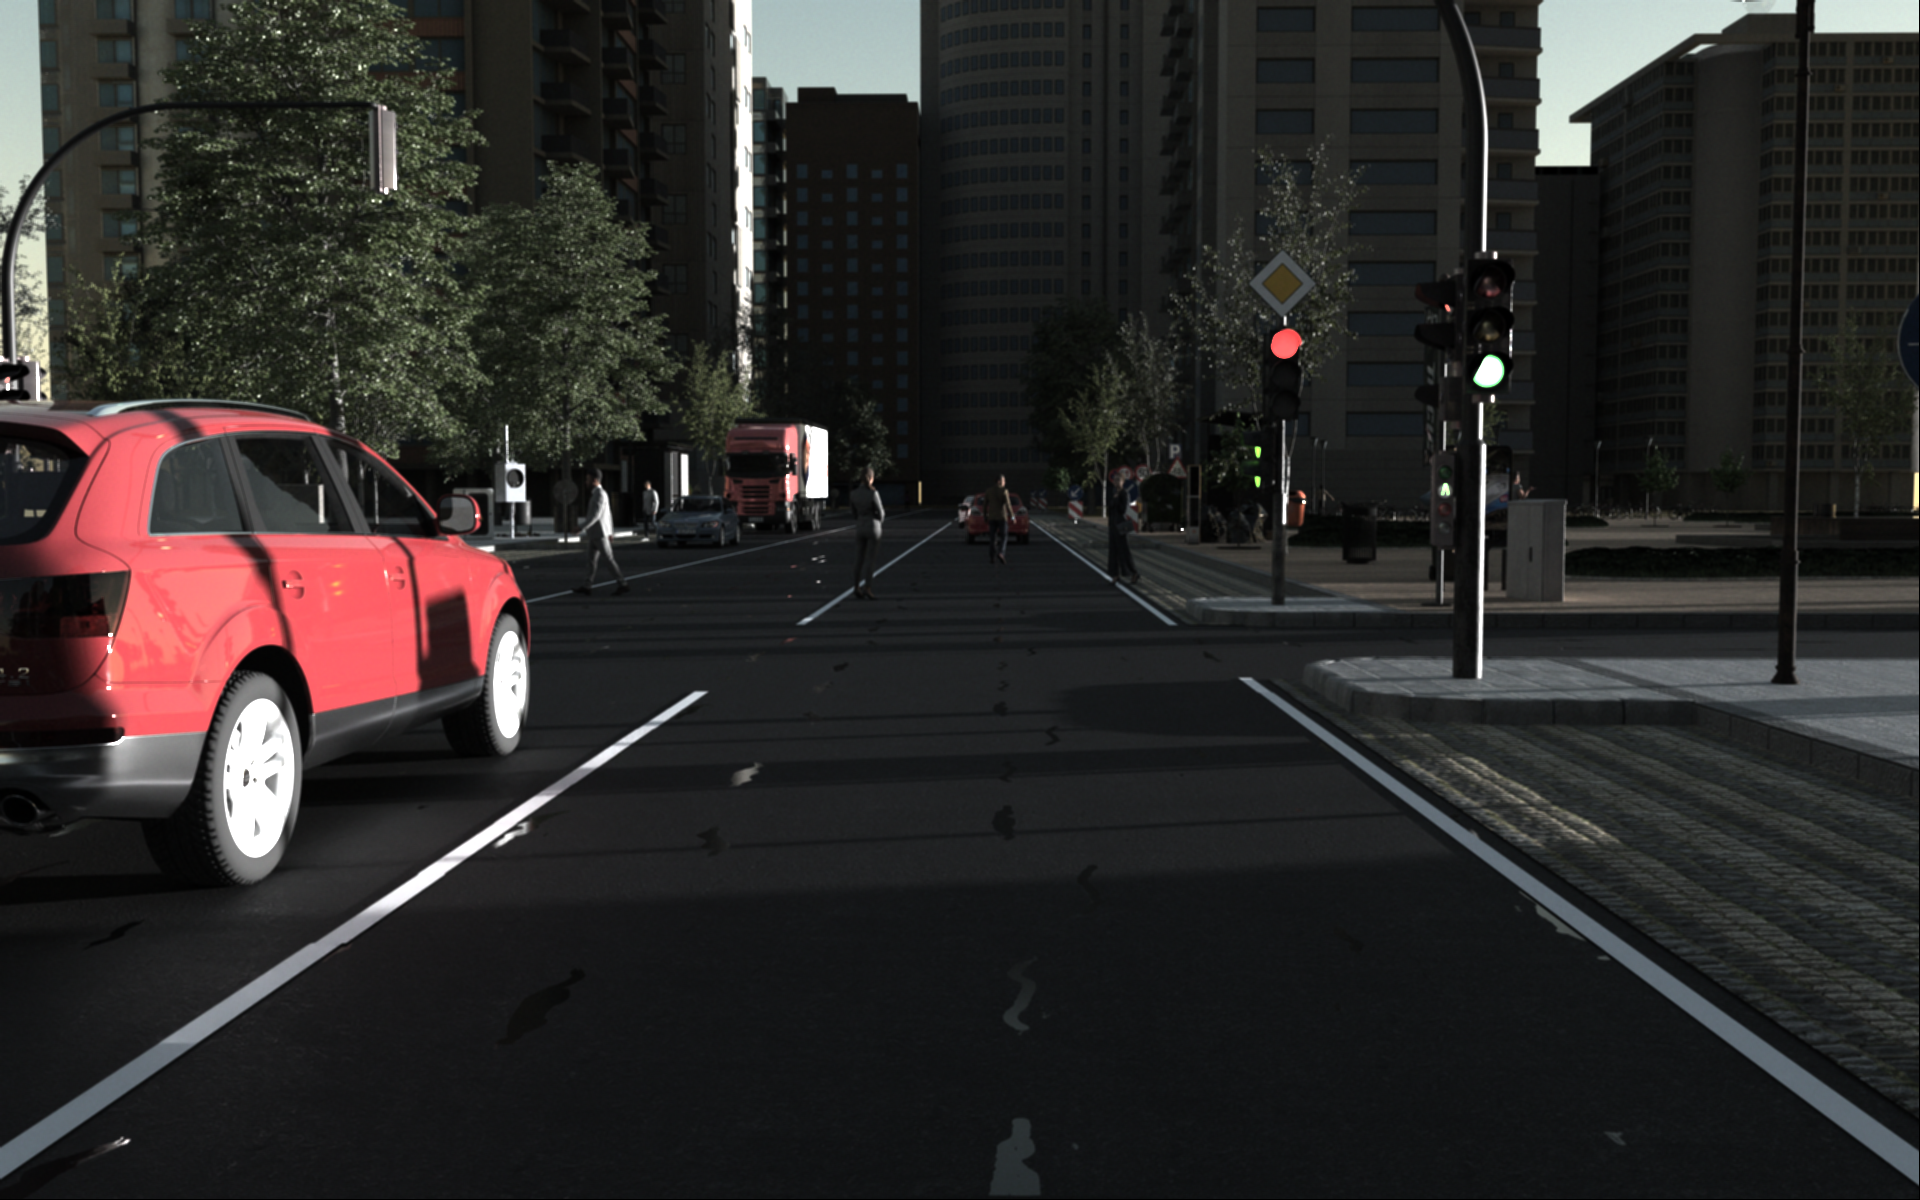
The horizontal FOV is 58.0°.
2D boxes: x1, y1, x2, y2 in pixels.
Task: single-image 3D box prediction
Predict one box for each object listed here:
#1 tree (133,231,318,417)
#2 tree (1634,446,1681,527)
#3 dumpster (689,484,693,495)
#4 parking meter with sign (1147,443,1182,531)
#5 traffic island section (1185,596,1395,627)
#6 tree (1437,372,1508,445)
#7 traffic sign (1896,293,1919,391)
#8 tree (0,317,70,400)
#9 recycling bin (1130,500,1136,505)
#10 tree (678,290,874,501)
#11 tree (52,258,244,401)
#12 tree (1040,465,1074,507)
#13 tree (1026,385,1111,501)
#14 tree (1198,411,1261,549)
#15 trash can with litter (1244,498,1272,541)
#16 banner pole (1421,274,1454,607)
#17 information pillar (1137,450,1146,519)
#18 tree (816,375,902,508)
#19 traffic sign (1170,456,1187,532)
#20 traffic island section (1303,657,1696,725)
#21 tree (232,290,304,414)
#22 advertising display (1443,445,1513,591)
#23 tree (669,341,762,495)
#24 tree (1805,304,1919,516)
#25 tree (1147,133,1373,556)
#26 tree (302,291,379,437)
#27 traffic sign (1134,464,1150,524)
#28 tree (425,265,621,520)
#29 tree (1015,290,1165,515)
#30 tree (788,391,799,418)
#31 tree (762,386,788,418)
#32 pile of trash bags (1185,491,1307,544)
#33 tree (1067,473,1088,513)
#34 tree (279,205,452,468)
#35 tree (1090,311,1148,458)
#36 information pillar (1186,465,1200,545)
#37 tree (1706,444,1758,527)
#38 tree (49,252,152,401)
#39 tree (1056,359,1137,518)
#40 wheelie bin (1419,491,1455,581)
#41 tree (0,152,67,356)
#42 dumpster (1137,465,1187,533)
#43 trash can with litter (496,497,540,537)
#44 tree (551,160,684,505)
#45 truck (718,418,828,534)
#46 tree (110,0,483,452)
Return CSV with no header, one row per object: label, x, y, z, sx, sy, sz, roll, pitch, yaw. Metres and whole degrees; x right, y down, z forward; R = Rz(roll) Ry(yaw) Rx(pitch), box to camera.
tree,-35.226,-10.866,84.311,9.857,13.997,8.962,0,3,0
tree,27.319,-4.507,68.294,1.663,3.219,1.824,0,3,0
dumpster,-12.593,-4.492,75.936,1.502,2.255,1.985,0,4,1
parking meter with sign,7.060,-3.931,60.541,0.543,3.016,1.738,-2,4,-24
traffic island section,3.717,0.132,20.122,2.009,0.180,2.903,0,4,1
tree,27.023,-8.633,91.505,4.737,8.622,4.395,0,3,0
traffic sign,5.829,-0.611,10.091,0.768,2.556,0.104,1,4,11
tree,-39.440,-7.452,72.203,4.360,8.622,3.978,0,3,0
recycling bin,8.180,-4.464,85.533,0.722,1.027,0.722,-3,5,-43
tree,-11.913,-11.863,104.332,12.009,13.543,11.850,0,3,0
tree,-31.685,-8.244,69.208,7.601,10.594,8.767,0,4,-4
tree,9.474,-11.334,169.032,4.285,4.588,4.351,0,3,0
tree,8.883,-12.240,134.542,8.767,10.594,7.601,3,4,37
tree,6.394,-2.806,40.473,1.663,3.219,1.824,0,3,0
trash can with litter,8.295,-2.226,47.789,1.055,1.170,0.624,0,4,4
banner pole,5.484,-1.834,20.006,0.401,3.779,0.863,0,4,-4
information pillar,9.437,-6.054,90.341,0.504,3.616,0.183,1,4,11
tree,-10.354,-15.179,165.186,9.611,12.733,9.660,0,3,0
traffic sign,7.416,-3.619,59.174,0.884,2.594,0.081,0,4,5
traffic island section,3.563,0.620,12.138,2.009,0.180,2.903,0,4,1
tree,-27.052,-6.831,62.047,4.737,8.622,4.395,0,3,0
advertising display,6.818,-1.085,22.955,0.974,1.923,0.123,0,4,-5
tree,-11.831,-8.077,82.418,4.737,8.622,4.395,0,3,0
tree,35.464,-7.180,67.756,4.737,8.622,4.395,0,3,0
tree,6.634,-5.230,35.876,4.360,8.622,3.978,0,3,0
tree,-24.336,-7.105,66.525,4.737,8.622,4.395,0,3,0
traffic sign,7.713,-4.460,73.028,0.768,2.556,0.104,0,4,3
tree,-21.963,-10.250,84.594,9.611,12.733,9.660,0,3,0
tree,8.269,-12.291,107.617,9.857,13.997,8.962,0,3,0
tree,-12.338,-10.081,115.179,4.737,8.622,4.395,0,3,0
tree,-11.994,-8.656,91.889,4.737,8.622,4.395,0,3,0
pile of trash bags,7.559,-2.187,45.510,3.447,1.369,1.912,3,5,41
tree,7.983,-7.499,117.209,1.663,3.219,1.824,0,3,0
tree,-15.404,-5.794,45.087,4.360,8.622,3.978,0,3,0
tree,7.503,-7.248,68.871,4.360,8.622,3.978,0,3,0
information pillar,5.922,-2.413,43.952,0.304,2.012,0.304,0,4,-2
tree,29.740,-4.443,67.249,1.663,3.219,1.824,0,3,0
tree,-26.112,-6.316,53.628,4.737,8.622,4.395,0,3,0
tree,7.635,-8.805,94.316,4.737,8.622,4.395,0,3,0
wheelie bin,7.317,-1.089,25.716,0.980,1.594,0.693,2,4,24
tree,-26.624,-8.001,41.185,12.009,13.543,11.850,0,3,0
dumpster,6.749,-3.396,58.013,1.502,2.255,1.985,0,4,1
trash can with litter,-13.578,-2.518,52.231,2.233,1.210,1.678,-3,5,-43
tree,-13.376,-8.621,59.078,7.486,12.596,7.792,0,3,0
truck,-6.961,-4.716,66.026,2.839,4.237,11.283,0,4,3
tree,-13.208,-7.174,35.421,7.486,12.596,7.792,0,3,0
